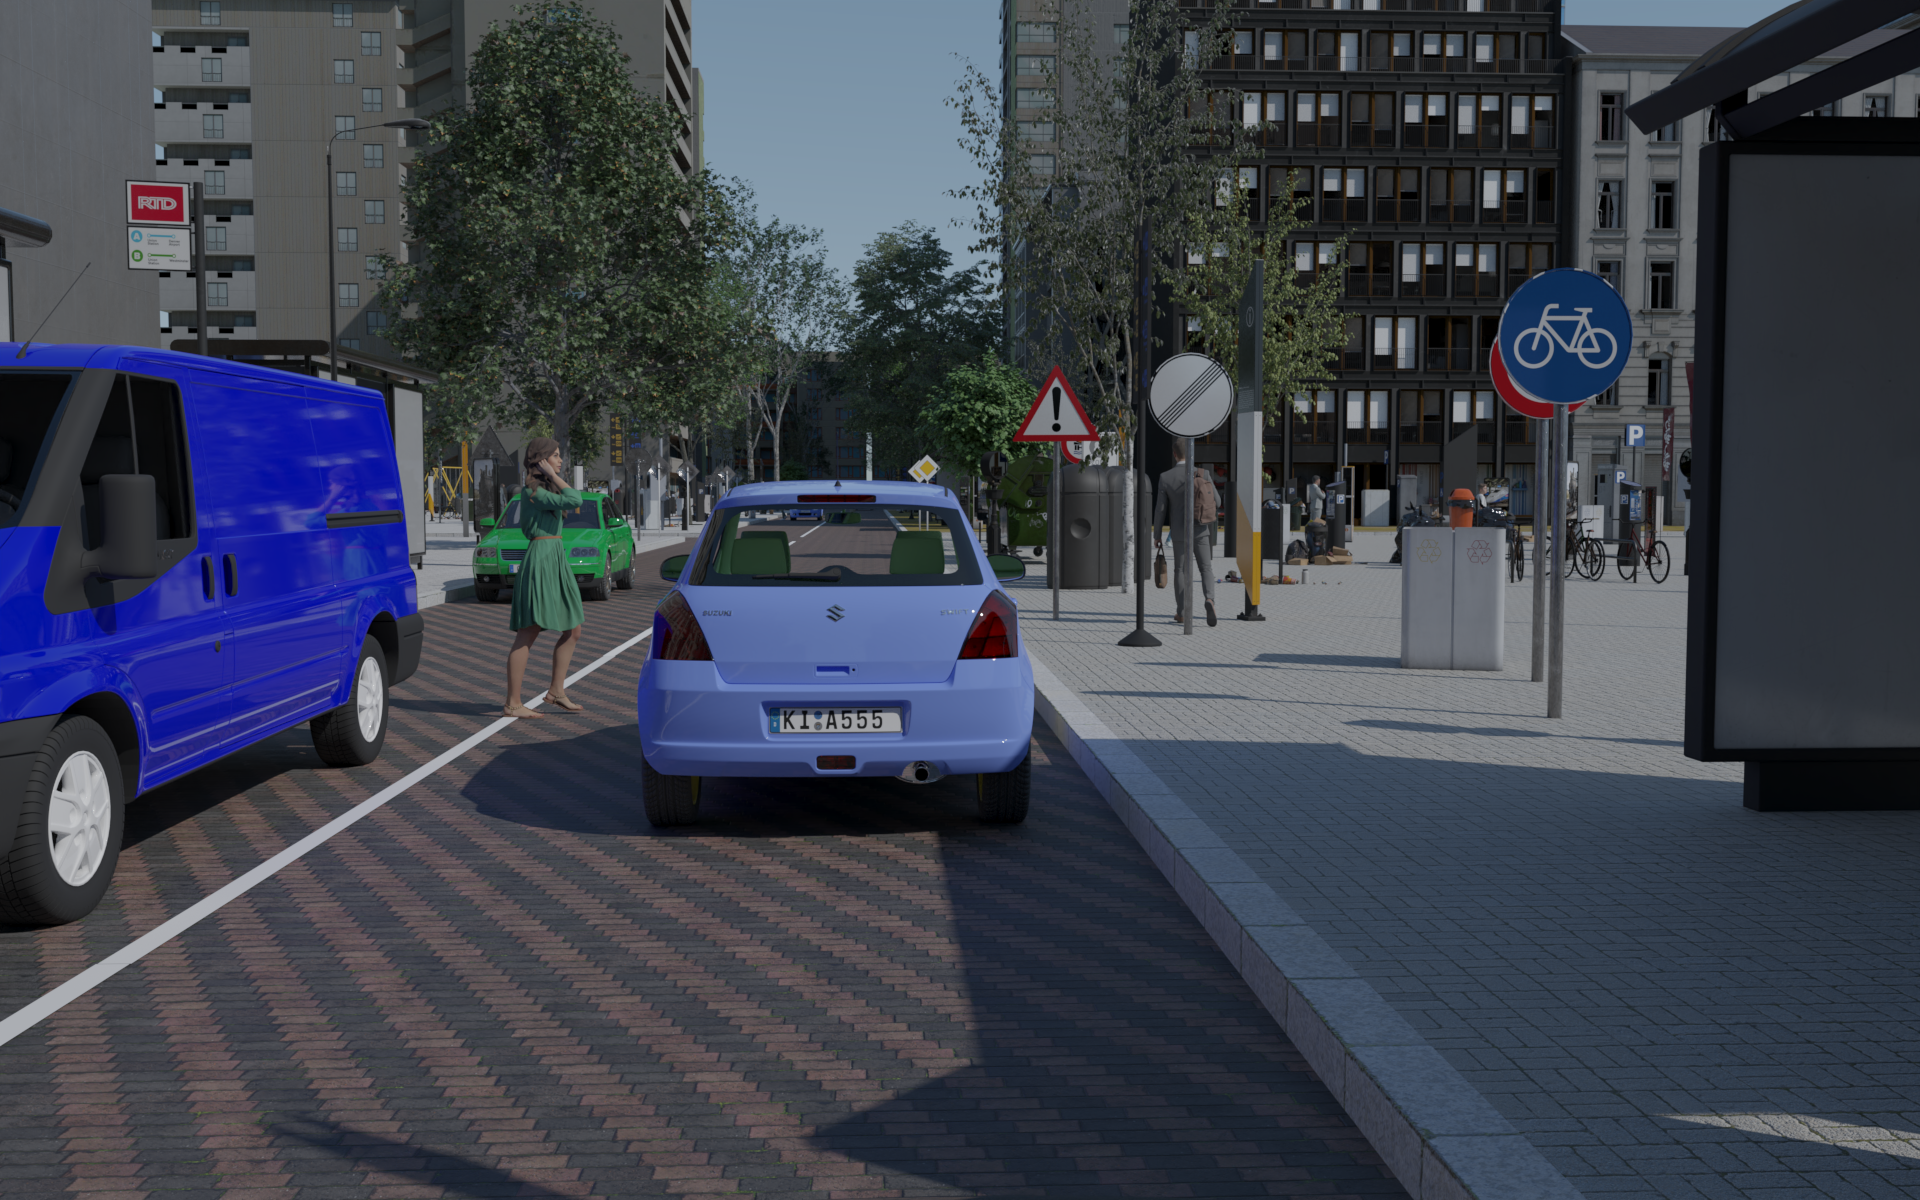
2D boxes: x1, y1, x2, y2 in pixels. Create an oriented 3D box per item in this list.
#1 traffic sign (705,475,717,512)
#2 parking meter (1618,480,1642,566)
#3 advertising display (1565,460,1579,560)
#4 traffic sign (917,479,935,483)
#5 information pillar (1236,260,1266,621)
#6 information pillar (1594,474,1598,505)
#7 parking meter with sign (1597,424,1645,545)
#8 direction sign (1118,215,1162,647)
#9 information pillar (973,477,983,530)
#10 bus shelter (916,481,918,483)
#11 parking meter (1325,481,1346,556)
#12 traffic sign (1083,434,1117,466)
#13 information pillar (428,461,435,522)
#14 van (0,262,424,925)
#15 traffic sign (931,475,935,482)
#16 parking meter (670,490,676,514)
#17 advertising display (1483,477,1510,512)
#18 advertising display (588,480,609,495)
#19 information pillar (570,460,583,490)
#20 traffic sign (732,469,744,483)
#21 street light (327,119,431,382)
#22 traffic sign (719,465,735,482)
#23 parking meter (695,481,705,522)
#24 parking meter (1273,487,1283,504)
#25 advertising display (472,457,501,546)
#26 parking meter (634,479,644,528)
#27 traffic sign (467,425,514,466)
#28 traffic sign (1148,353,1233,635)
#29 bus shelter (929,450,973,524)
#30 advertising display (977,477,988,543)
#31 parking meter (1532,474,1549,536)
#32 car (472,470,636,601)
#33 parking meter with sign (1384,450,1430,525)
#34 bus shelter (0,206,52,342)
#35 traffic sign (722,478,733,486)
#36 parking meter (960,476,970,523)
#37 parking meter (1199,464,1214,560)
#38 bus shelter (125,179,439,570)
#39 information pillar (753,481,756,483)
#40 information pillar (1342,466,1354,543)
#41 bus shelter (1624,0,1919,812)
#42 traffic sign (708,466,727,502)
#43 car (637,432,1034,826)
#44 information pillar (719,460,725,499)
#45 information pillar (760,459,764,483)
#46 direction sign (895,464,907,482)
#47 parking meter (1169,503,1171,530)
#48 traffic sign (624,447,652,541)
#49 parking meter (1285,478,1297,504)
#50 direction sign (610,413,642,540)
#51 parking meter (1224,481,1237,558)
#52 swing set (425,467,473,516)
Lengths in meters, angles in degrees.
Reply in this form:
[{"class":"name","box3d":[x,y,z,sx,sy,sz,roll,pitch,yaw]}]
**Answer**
[{"class":"traffic sign","box3d":[-13.428,-5.584,93.420,0.606,2.300,0.079,0,4,-2]},{"class":"parking meter","box3d":[11.944,-1.374,30.876,0.372,1.533,0.369,0,3,0]},{"class":"advertising display","box3d":[11.813,-1.736,33.594,0.123,1.923,0.974,2,4,32]},{"class":"traffic sign","box3d":[-1.693,-5.265,86.086,0.884,2.594,0.081,0,4,-2]},{"class":"information pillar","box3d":[2.948,-1.606,17.607,0.183,3.616,0.504,-1,4,-11]},{"class":"information pillar","box3d":[23.592,-3.633,63.885,0.304,2.012,0.304,-2,4,-28]},{"class":"parking meter with sign","box3d":[16.663,-2.934,44.226,0.543,3.016,1.738,-1,4,-16]},{"class":"direction sign","box3d":[1.526,-1.381,14.584,0.379,3.537,0.876,0,4,-2]},{"class":"information pillar","box3d":[0.647,-3.546,62.471,0.304,2.012,0.304,1,4,11]},{"class":"bus shelter","box3d":[-2.526,-8.293,129.510,2.014,3.302,5.546,0,4,-3]},{"class":"parking meter","box3d":[7.094,-1.487,32.724,0.372,1.533,0.369,0,3,0]},{"class":"traffic sign","box3d":[2.315,-1.627,28.739,0.606,2.300,0.079,0,3,0]},{"class":"information pillar","box3d":[-24.700,-5.473,80.842,0.183,3.616,0.504,0,4,-1]},{"class":"van","box3d":[-3.959,-0.190,7.492,2.240,2.365,5.245,0,4,-3]},{"class":"traffic sign","box3d":[-0.981,-4.592,75.186,0.768,2.556,0.104,0,4,-2]},{"class":"parking meter","box3d":[-18.573,-6.342,112.106,0.372,1.533,0.369,0,3,0]},{"class":"advertising display","box3d":[20.877,-3.804,67.414,0.974,1.923,0.123,0,4,8]},{"class":"advertising display","box3d":[-16.919,-4.637,81.034,0.974,1.923,0.123,0,4,-6]},{"class":"information pillar","box3d":[-11.320,-3.674,51.432,0.183,3.616,0.504,1,4,8]},{"class":"traffic sign","box3d":[-11.528,-5.492,89.522,0.795,2.593,0.064,0,4,2]},{"class":"street light","box3d":[-7.252,-2.999,21.569,1.470,5.913,1.316,0,4,-3]},{"class":"traffic sign","box3d":[-10.650,-4.857,79.139,0.795,2.593,0.064,0,4,6]},{"class":"parking meter","box3d":[-11.911,-4.511,79.461,0.399,1.863,0.255,-2,4,-30]},{"class":"parking meter","box3d":[11.546,-3.331,62.879,0.372,1.533,0.369,0,3,0]},{"class":"advertising display","box3d":[-8.425,-1.567,30.831,0.123,1.923,0.974,-3,4,-37]},{"class":"parking meter","box3d":[-12.096,-3.650,65.382,0.255,1.863,0.399,1,4,19]},{"class":"traffic sign","box3d":[-8.854,-1.997,32.662,0.884,2.594,0.081,0,4,-1]},{"class":"traffic sign","box3d":[2.081,-0.955,15.717,0.768,2.556,0.104,0,4,5]},{"class":"bus shelter","box3d":[-0.110,-4.535,68.070,2.014,3.302,5.546,0,4,-3]},{"class":"advertising display","box3d":[0.850,-2.428,44.916,0.974,1.923,0.123,3,4,38]},{"class":"parking meter","box3d":[16.975,-2.748,50.640,0.399,1.863,0.255,-1,4,-11]},{"class":"car","box3d":[-5.692,-0.966,24.599,1.959,1.807,4.718,0,4,-4]},{"class":"parking meter with sign","box3d":[17.782,-4.440,68.860,1.738,3.016,0.543,0,4,-3]},{"class":"bus shelter","box3d":[-7.756,-1.905,8.779,2.179,5.291,8.768,0,4,-3]},{"class":"traffic sign","box3d":[-12.189,-5.428,90.870,0.606,2.300,0.079,0,3,0]},{"class":"parking meter","box3d":[0.138,-2.672,49.404,0.255,1.863,0.399,0,4,6]},{"class":"parking meter","box3d":[4.766,-1.711,33.678,0.255,1.863,0.399,0,4,-3]},{"class":"bus shelter","box3d":[-9.696,-2.895,24.961,2.179,5.291,8.768,0,4,-3]},{"class":"information pillar","box3d":[-10.873,-5.264,90.554,0.304,2.012,0.304,-2,4,-26]},{"class":"information pillar","box3d":[10.284,-2.536,45.961,0.304,2.012,0.304,1,4,18]},{"class":"bus shelter","box3d":[3.878,-0.645,4.475,2.014,3.302,5.546,0,4,-3]},{"class":"traffic sign","box3d":[-11.271,-4.925,80.528,0.884,2.594,0.081,0,4,-2]},{"class":"car","box3d":[-0.598,0.047,8.819,1.945,1.707,3.694,0,4,-3]},{"class":"information pillar","box3d":[-16.124,-7.709,117.389,0.504,3.616,0.183,3,5,42]},{"class":"information pillar","box3d":[-13.219,-7.605,115.696,0.183,3.616,0.504,-2,4,-25]},{"class":"direction sign","box3d":[-3.981,-7.656,117.169,0.876,3.537,0.379,2,4,30]},{"class":"parking meter","box3d":[7.714,-3.289,62.194,0.372,1.533,0.369,0,3,0]},{"class":"traffic sign","box3d":[-8.794,-2.890,47.358,0.768,2.556,0.104,0,4,0]},{"class":"parking meter","box3d":[11.918,-3.469,62.423,0.399,1.863,0.255,0,4,1]},{"class":"direction sign","box3d":[-9.346,-3.456,48.498,0.876,3.537,0.379,-2,4,-23]},{"class":"parking meter","box3d":[5.524,-1.625,34.980,0.372,1.533,0.369,0,3,0]},{"class":"swing set","box3d":[-29.331,-6.291,100.473,2.862,2.851,3.119,1,4,12]}]
